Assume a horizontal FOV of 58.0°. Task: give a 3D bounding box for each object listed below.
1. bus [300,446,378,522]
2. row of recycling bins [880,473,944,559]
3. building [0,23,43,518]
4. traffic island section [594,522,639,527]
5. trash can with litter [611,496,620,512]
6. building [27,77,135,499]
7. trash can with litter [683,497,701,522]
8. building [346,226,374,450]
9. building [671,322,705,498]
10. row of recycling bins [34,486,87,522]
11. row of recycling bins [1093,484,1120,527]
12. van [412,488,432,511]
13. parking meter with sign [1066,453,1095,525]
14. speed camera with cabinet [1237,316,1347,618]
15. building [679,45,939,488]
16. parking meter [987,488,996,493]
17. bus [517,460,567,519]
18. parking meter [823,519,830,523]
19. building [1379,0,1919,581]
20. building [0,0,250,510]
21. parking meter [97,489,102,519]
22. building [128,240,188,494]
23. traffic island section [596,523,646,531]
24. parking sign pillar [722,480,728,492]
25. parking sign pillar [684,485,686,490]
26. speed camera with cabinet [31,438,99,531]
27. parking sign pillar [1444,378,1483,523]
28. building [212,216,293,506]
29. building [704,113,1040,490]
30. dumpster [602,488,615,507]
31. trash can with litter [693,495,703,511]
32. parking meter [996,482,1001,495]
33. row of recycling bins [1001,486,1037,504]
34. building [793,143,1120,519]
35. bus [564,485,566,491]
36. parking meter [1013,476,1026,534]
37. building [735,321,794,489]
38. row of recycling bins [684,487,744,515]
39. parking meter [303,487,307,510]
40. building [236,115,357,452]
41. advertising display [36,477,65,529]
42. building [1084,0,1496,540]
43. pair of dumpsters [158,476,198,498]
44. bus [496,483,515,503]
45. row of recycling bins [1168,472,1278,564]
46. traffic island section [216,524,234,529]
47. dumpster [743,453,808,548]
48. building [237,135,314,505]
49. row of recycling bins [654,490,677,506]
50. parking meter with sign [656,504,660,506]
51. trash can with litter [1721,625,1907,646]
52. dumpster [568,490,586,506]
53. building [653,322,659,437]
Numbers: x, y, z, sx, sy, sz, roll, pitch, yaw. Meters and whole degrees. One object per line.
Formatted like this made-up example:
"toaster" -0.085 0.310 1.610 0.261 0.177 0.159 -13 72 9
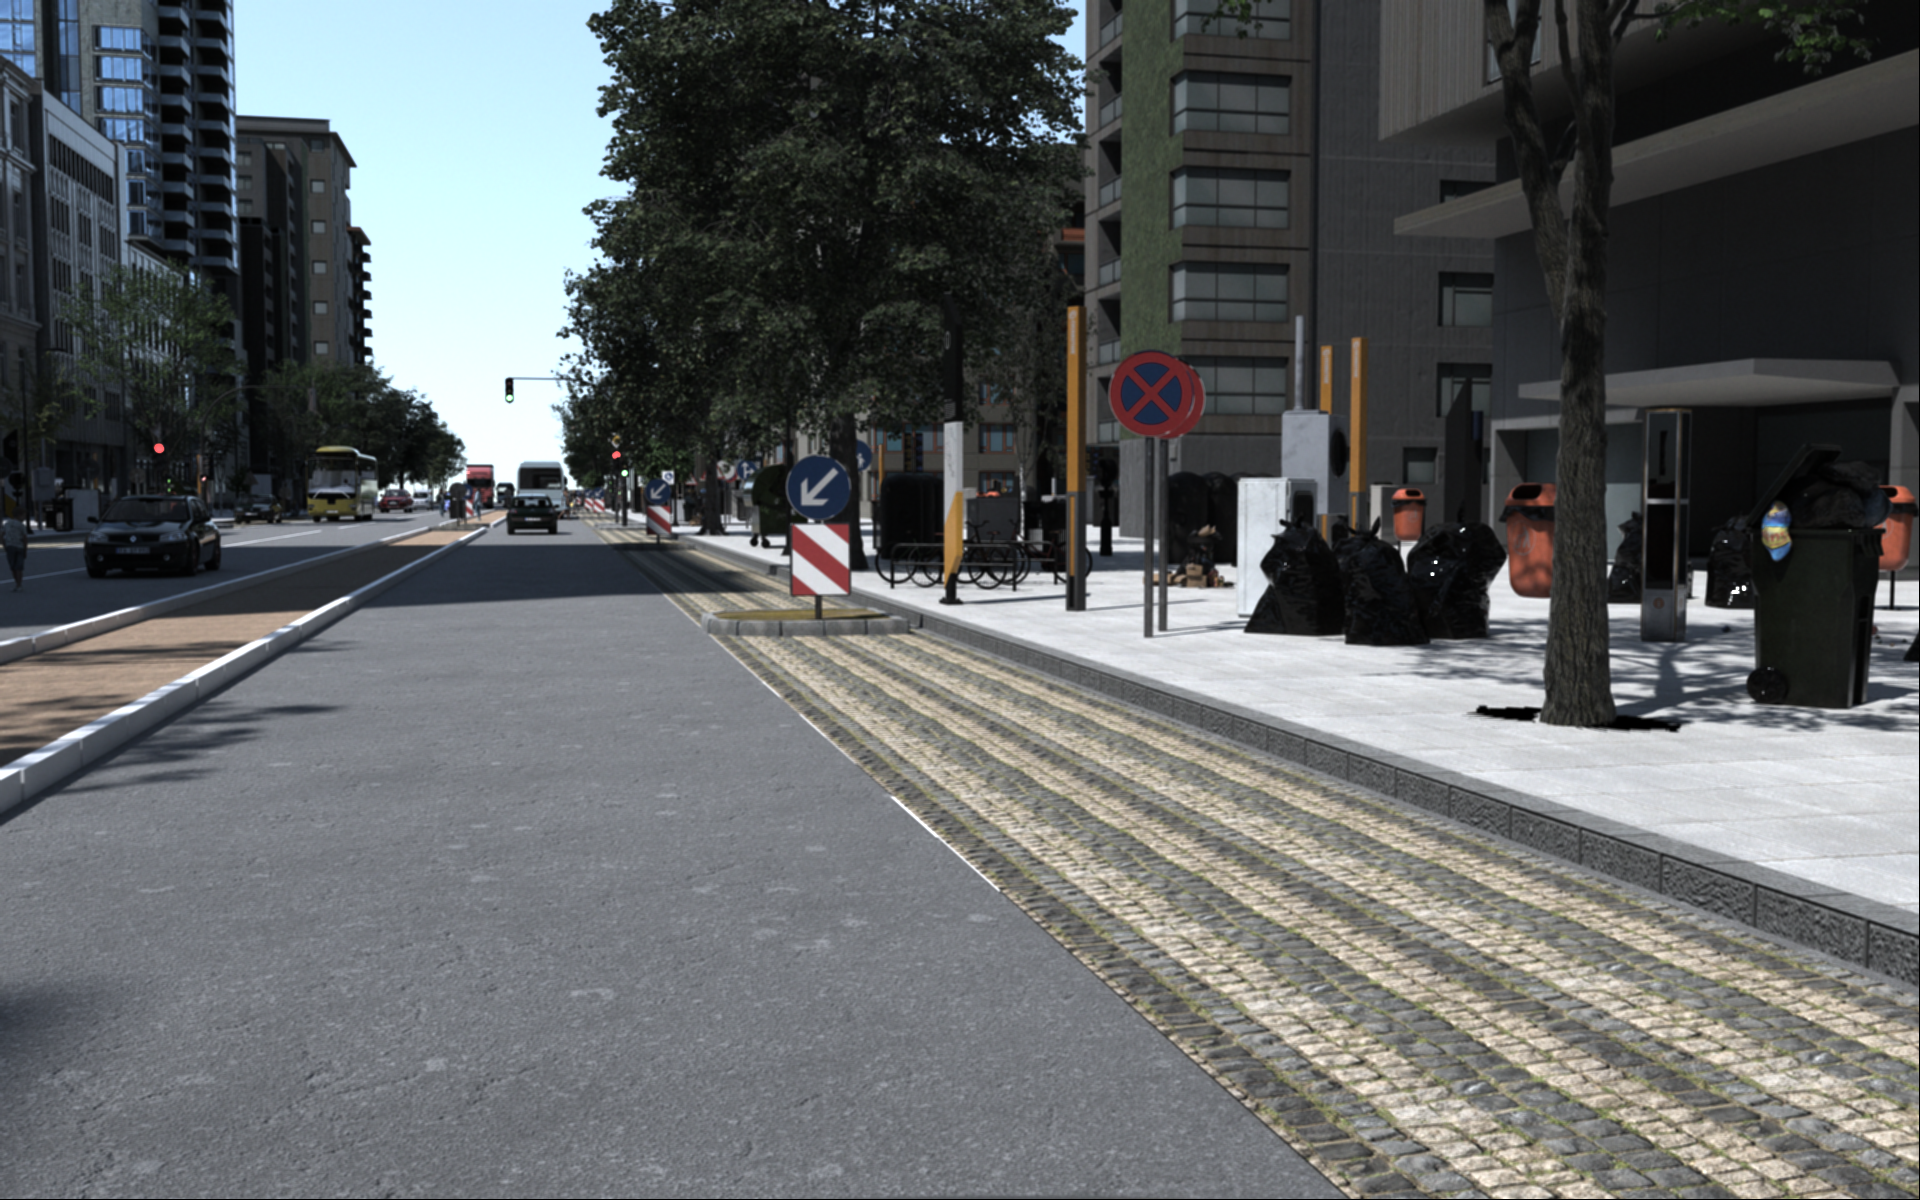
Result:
"bus" -32.870 -6.163 92.320 2.896 3.916 12.252 -1 4 -14
"row of recycling bins" -0.891 -1.750 35.724 1.069 1.692 3.534 1 4 10
"building" -56.157 -18.423 87.127 13.634 28.700 20.117 -1 4 -13
"traffic island section" -15.105 -3.310 76.393 2.009 0.180 2.903 -1 4 -13
"trash can with litter" -25.126 -7.052 126.694 0.624 1.170 1.055 -2 4 -30
"building" -60.109 -17.679 107.069 12.078 24.808 19.932 -1 4 -13
"trash can with litter" -12.094 -4.106 78.521 0.624 1.170 1.055 -3 5 -45
"building" -104.537 -37.783 272.383 22.147 44.769 28.867 -1 4 -13
"building" -34.873 -37.345 265.215 22.147 44.769 28.867 -1 4 -13
"row of recycling bins" -41.709 -4.479 80.340 1.069 1.692 3.534 0 4 4
"row of recycling bins" 6.414 -3.785 68.996 1.069 1.692 3.534 3 4 38
"van" -47.227 -8.864 151.940 2.013 2.044 4.112 -1 4 -12
"parking meter with sign" 5.316 -4.681 72.788 1.738 3.016 0.543 0 4 1
"speed camera with cabinet" 3.605 -1.486 18.626 0.660 3.252 2.038 2 4 29
"building" -17.885 -37.658 204.943 28.713 52.752 27.495 -1 4 -13
"parking meter" 1.309 -3.903 72.221 0.372 1.533 0.369 0 3 0
"bus" -24.733 -6.584 102.513 2.948 3.499 13.247 -1 4 -13
"parking meter" -3.394 -2.433 45.490 0.255 1.863 0.399 3 5 41
"building" 24.780 -26.694 25.686 28.713 52.752 27.495 -1 4 -13
"building" -76.277 -51.425 153.478 22.319 86.520 31.000 -1 4 -13
"parking meter" -41.416 -4.569 83.108 0.372 1.533 0.369 0 3 0
"building" -63.107 -16.937 126.067 9.793 20.994 18.267 -1 4 -13
"traffic island section" -13.266 -2.834 68.621 2.009 0.180 2.903 -1 4 -13
"parking sign pillar" -20.165 -9.821 149.046 1.447 3.967 1.447 -1 4 -18
"parking sign pillar" -20.465 -8.505 127.533 1.447 3.967 1.447 0 4 -1
"speed camera with cabinet" -31.700 -4.098 61.344 2.038 3.252 0.660 -3 4 -36
"parking sign pillar" 11.887 -3.208 40.928 1.447 3.967 1.447 0 4 -5
"building" -77.378 -24.854 178.060 14.160 30.474 14.107 -1 4 -13
"building" -10.171 -29.900 180.741 32.217 40.220 23.993 -1 4 -13
"dumpster" -29.502 -8.580 146.044 1.264 1.857 1.865 -1 4 -13
"trash can with litter" -14.702 -5.101 94.462 2.233 1.210 1.678 -2 4 -26
"parking meter" 1.815 -4.623 81.297 0.255 1.863 0.399 0 3 0
"row of recycling bins" 2.925 -4.857 86.532 1.069 1.692 3.534 -1 4 -19
"building" 6.283 -15.919 105.320 28.899 21.520 27.650 -1 4 -13
"bus" -38.509 -10.286 163.029 2.948 3.499 13.247 -1 4 -14
"parking meter" 1.923 -3.072 55.944 0.255 1.863 0.399 3 4 37
"building" -2.204 -17.784 135.814 27.650 21.520 28.899 -1 4 -13
"row of recycling bins" -15.358 -6.105 106.935 3.534 1.692 1.069 0 4 7
"parking meter" -54.172 -8.410 143.219 0.255 1.863 0.399 -2 4 -30
"building" -100.817 -40.054 244.114 28.713 52.752 27.495 -1 4 -13
"advertising display" -33.847 -3.623 64.453 0.974 1.923 0.123 -2 4 -35
"building" 11.210 -22.647 53.878 14.154 41.232 14.086 -1 4 -13
"pair of dumpsters" -40.959 -5.396 90.713 1.574 2.255 4.437 -1 4 -13
"bus" -71.406 -16.957 272.112 2.948 3.499 13.247 -1 4 -15
"row of recycling bins" 5.063 -1.578 32.913 1.069 1.692 3.534 3 5 41
"traffic island section" -31.642 -3.071 72.499 2.009 0.180 2.903 -1 4 -13
"dumpster" -4.359 -2.391 41.589 1.502 2.255 1.985 -1 4 -13
"building" -80.080 -31.068 191.552 14.154 41.232 14.086 -1 4 -13
"row of recycling bins" -24.274 -8.518 146.382 3.534 1.692 1.069 -1 4 -17
"parking meter with sign" -17.548 -6.440 101.553 0.543 3.016 1.738 0 4 3
"trash can with litter" 7.868 -0.288 15.763 1.678 1.210 2.233 2 4 29
"dumpster" -38.863 -10.254 175.864 1.865 1.857 1.264 -1 4 -11
"building" -40.983 -41.251 294.065 23.786 49.044 30.456 -1 4 -13
